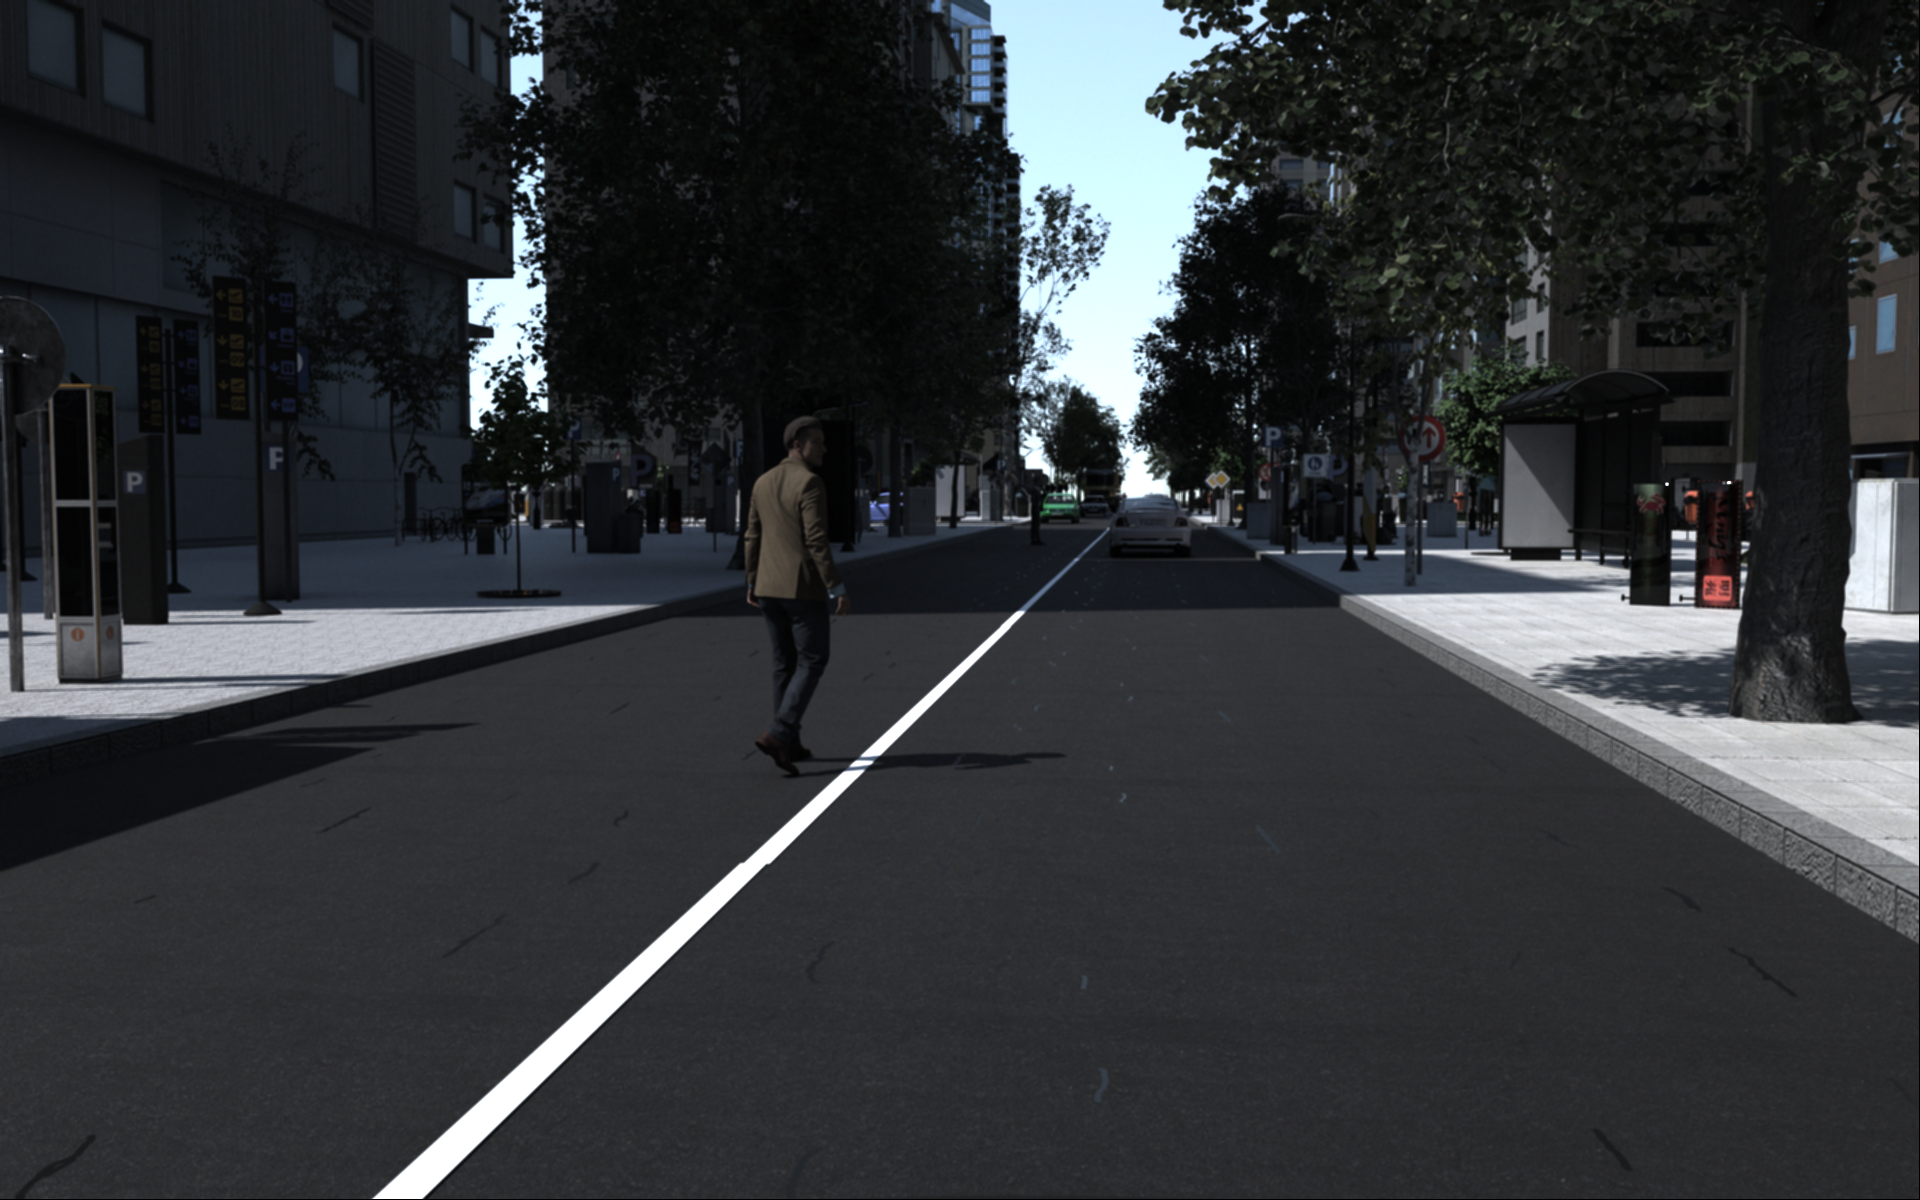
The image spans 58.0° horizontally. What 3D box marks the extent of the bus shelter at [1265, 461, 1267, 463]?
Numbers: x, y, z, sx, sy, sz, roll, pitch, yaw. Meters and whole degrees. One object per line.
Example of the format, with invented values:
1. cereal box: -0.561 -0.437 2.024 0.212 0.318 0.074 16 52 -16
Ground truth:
1. bus shelter: 19.262 -7.458 113.216 1.731 3.624 6.357 0 4 6

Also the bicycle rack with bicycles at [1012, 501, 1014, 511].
1. bicycle rack with bicycles: 5.119 -8.475 151.955 2.852 0.926 2.925 2 4 32

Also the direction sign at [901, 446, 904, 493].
1. direction sign: -2.718 -5.504 81.981 0.379 3.537 0.876 -1 4 -9

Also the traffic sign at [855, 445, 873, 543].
1. traffic sign: -2.635 -2.748 45.034 0.768 2.556 0.104 1 4 10

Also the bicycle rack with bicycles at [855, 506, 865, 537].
1. bicycle rack with bicycles: -4.163 -2.367 52.082 2.852 0.926 2.925 0 4 -8

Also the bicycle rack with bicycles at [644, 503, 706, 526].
1. bicycle rack with bicycles: -11.847 -3.409 69.127 2.925 0.926 2.852 3 5 44

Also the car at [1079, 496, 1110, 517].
1. car: 8.455 -5.899 109.031 1.945 1.354 3.894 0 4 6

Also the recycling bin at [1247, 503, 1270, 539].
1. recycling bin: 8.630 -2.253 49.386 0.722 1.027 0.722 2 4 30

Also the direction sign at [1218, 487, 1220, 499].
1. direction sign: 17.363 -7.589 116.076 0.876 3.537 0.379 -2 4 -28

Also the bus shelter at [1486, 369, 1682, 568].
1. bus shelter: 10.912 -2.256 30.811 2.014 3.302 5.546 0 4 6

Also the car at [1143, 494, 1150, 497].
1. car: 33.523 -18.236 308.384 2.015 1.641 3.980 0 4 8

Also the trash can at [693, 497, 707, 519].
1. trash can: -13.446 -4.768 89.607 0.748 1.137 0.748 0 3 0

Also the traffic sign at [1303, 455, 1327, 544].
1. traffic sign: 9.013 -2.563 44.027 0.606 2.300 0.079 1 4 12

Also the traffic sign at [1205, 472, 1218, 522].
1. traffic sign: 11.488 -4.578 78.487 0.795 2.450 0.064 0 4 6

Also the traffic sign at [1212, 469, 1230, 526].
1. traffic sign: 10.637 -4.092 70.547 0.795 2.450 0.064 0 4 6

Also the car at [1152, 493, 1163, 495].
1. car: 22.245 -11.384 195.165 2.155 1.783 4.494 0 4 6

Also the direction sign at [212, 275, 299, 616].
1. direction sign: -7.428 -1.611 18.337 0.876 3.537 0.379 -3 5 -45

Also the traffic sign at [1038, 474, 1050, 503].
1. traffic sign: 5.174 -6.567 107.475 0.768 2.556 0.104 1 4 13

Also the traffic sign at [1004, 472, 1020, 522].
1. traffic sign: 2.348 -4.639 79.483 0.795 2.450 0.064 0 4 6

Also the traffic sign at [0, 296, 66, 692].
1. traffic sign: -6.132 -0.678 11.190 0.768 2.556 0.104 0 4 8

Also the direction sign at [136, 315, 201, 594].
1. direction sign: -10.199 -1.859 22.393 0.379 3.537 0.876 2 4 30

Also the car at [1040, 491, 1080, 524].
1. car: 4.923 -4.673 85.198 1.959 1.807 4.718 0 4 7

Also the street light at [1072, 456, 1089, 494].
1. street light: 10.623 -11.185 155.411 1.470 5.913 1.316 0 4 6

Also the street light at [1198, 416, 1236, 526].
1. street light: 10.443 -5.963 70.040 1.470 5.913 1.316 0 4 6

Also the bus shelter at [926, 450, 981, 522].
1. bus shelter: -0.246 -5.375 81.812 2.014 3.302 5.546 0 4 6

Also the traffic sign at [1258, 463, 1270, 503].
1. traffic sign: 12.540 -4.314 70.632 0.768 2.556 0.104 0 4 7

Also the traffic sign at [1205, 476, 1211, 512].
1. traffic sign: 17.424 -7.372 120.637 0.768 2.556 0.104 1 4 12

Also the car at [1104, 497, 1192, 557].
1. car: 4.455 -1.745 40.892 2.083 1.381 4.827 0 4 5

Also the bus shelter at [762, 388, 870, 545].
1. bus shelter: -3.468 -3.031 40.837 1.731 3.624 6.357 0 4 6

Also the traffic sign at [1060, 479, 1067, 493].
1. traffic sign: 8.550 -8.852 144.834 0.768 2.556 0.104 1 4 14

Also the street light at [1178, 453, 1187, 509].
1. street light: 14.875 -8.471 111.045 1.470 5.913 1.316 0 4 6

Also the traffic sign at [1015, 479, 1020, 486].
1. traffic sign: 4.609 -8.499 139.062 0.768 2.556 0.104 1 4 14

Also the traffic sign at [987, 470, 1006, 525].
1. traffic sign: 1.497 -4.153 71.544 0.795 2.450 0.064 0 4 6

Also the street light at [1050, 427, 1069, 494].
1. street light: 6.861 -9.051 120.519 1.470 5.913 1.316 0 4 6

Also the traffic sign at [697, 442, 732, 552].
1. traffic sign: -5.423 -2.269 38.278 0.795 2.450 0.064 0 4 8

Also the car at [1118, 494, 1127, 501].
1. car: 29.069 -18.483 311.228 2.155 1.783 4.494 0 4 5

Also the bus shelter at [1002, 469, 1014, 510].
1. bus shelter: 2.442 -7.517 116.822 2.014 3.302 5.546 0 4 6

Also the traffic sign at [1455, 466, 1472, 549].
1. traffic sign: 11.777 -2.329 40.206 0.606 2.300 0.079 1 4 12

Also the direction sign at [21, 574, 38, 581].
1. direction sign: -13.862 -2.050 25.518 0.876 3.537 0.379 2 4 24

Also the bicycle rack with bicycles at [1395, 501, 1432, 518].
1. bicycle rack with bicycles: 24.780 -4.915 93.737 2.852 0.926 2.925 -3 5 -44

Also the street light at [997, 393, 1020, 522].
1. street light: 2.409 -6.529 79.294 1.470 5.913 1.316 0 4 6

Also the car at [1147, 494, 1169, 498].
1. car: 12.094 -5.750 106.022 2.014 1.417 4.499 0 4 5

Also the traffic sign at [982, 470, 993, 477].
1. traffic sign: 1.464 -5.522 90.392 0.768 2.556 0.104 0 4 8

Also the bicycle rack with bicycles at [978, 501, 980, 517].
1. bicycle rack with bicycles: 0.703 -5.040 95.783 2.852 0.926 2.925 1 4 10

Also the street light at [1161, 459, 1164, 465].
1. street light: 27.464 -15.705 229.313 1.470 5.913 1.316 0 4 6

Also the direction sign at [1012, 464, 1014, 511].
1. direction sign: 3.983 -8.514 131.201 0.379 3.537 0.876 0 3 0

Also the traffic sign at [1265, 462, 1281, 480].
1. traffic sign: 12.644 -4.249 69.581 0.768 2.556 0.104 1 4 12

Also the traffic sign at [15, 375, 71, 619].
1. traffic sign: -9.344 -1.075 17.681 0.768 2.556 0.104 0 4 8

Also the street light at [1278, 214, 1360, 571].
1. street light: 5.976 -3.443 28.839 1.470 5.913 1.316 0 4 6

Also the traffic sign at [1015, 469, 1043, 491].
1. traffic sign: 5.554 -8.914 139.621 2.265 3.308 0.079 0 4 7

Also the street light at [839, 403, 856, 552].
1. street light: -1.953 -4.015 38.181 1.470 5.913 1.316 0 4 6

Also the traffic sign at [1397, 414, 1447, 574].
1. traffic sign: 7.335 -1.681 27.592 0.768 2.556 0.104 1 4 11

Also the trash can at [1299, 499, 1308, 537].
1. trash can: 10.471 -2.459 51.858 0.748 1.137 0.748 0 3 0

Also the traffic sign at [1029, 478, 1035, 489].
1. traffic sign: 4.648 -6.570 109.549 0.606 2.300 0.079 0 4 8

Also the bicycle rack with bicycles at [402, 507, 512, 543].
1. bicycle rack with bicycles: -13.932 -2.075 47.309 2.852 0.926 2.925 -3 5 -41

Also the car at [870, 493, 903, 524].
1. car: -3.218 -4.147 77.392 3.694 1.707 1.945 0 4 4
